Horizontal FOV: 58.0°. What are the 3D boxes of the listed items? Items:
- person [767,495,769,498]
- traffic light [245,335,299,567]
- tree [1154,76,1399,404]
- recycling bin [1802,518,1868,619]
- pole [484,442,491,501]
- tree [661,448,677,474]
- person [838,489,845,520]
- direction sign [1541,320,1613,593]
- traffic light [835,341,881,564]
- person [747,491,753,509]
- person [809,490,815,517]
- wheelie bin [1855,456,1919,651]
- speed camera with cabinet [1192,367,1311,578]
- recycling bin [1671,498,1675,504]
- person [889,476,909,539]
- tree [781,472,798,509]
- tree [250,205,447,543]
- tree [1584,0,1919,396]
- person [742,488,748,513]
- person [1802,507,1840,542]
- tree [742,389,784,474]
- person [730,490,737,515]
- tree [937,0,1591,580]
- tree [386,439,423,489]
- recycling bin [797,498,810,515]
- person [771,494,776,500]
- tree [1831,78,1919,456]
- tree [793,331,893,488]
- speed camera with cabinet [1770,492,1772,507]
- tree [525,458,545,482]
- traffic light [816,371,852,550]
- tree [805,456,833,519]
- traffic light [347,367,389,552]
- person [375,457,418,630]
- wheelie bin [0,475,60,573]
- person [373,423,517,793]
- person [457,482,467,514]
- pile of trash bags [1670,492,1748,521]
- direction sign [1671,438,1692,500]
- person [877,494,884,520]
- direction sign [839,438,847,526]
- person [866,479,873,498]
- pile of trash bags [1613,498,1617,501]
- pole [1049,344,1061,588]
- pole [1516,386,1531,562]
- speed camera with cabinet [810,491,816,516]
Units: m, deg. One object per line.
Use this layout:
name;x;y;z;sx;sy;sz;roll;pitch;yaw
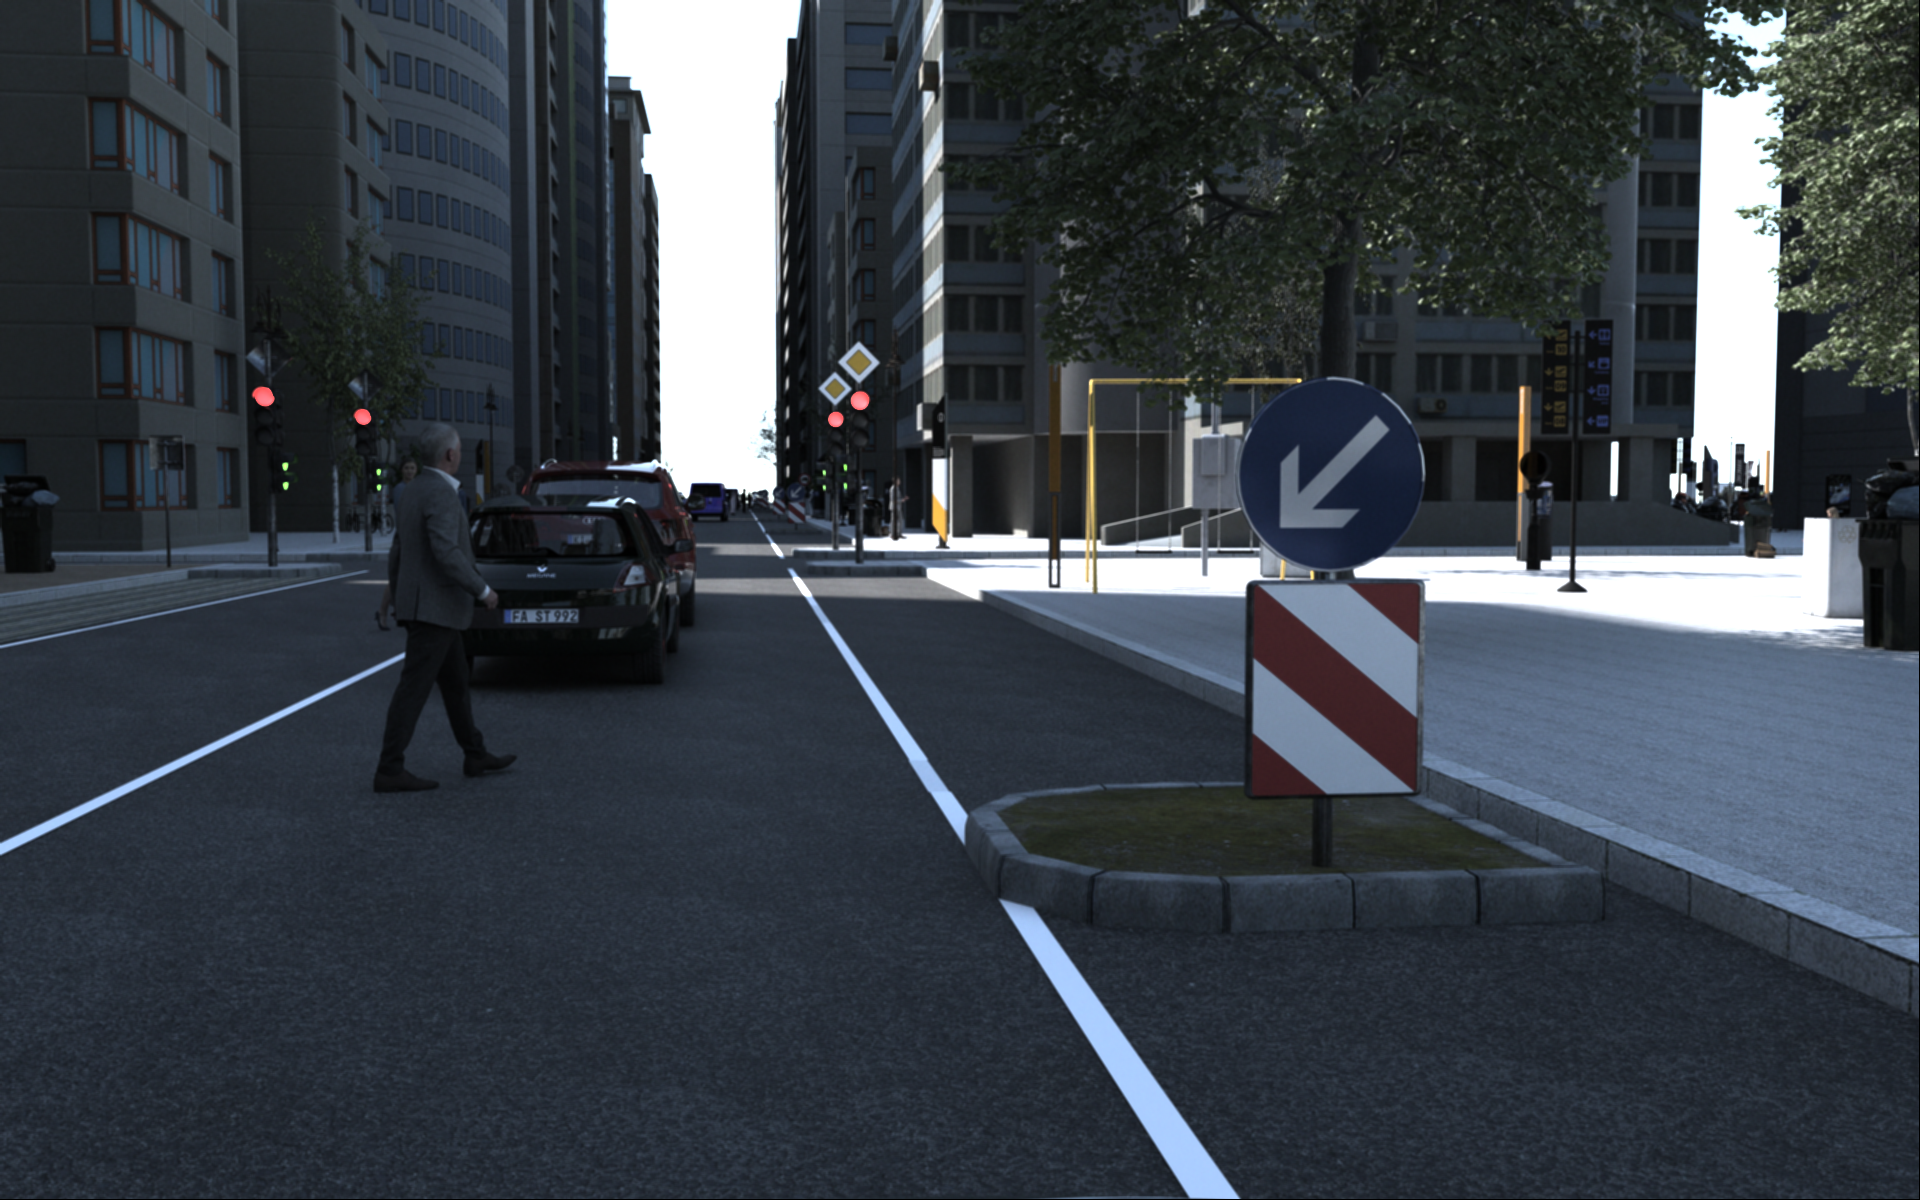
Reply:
person;-29.743;-15.772;267.138;0.599;1.433;0.991;2;4;26
traffic light;-12.152;-2.547;30.559;0.839;4.253;0.868;0;4;-7
tree;5.562;-4.864;29.892;4.360;8.622;3.978;0;3;0
recycling bin;9.306;-0.339;18.104;0.722;1.027;0.722;0;4;7
pole;-18.352;-4.490;67.262;0.158;3.312;0.155;0;3;0
tree;-46.298;-19.625;271.223;4.360;8.622;3.978;0;3;0
person;-5.923;-4.962;87.358;0.721;1.800;0.419;-2;4;-31
direction sign;8.033;-1.873;22.624;0.876;3.537;0.379;0;4;7
traffic light;-1.875;-2.627;31.879;0.839;4.253;0.868;0;4;-7
person;-19.808;-9.439;163.373;0.434;1.755;0.990;2;4;26
person;-8.206;-5.535;96.721;0.419;1.800;0.721;0;4;1
wheelie bin;7.857;-0.391;14.300;0.693;1.594;0.980;0;4;-3
speed camera with cabinet;4.659;-1.986;26.811;2.038;3.252;0.660;1;4;19
recycling bin;43.176;-5.595;104.026;0.722;1.027;0.722;3;5;39
person;-1.753;-2.661;49.754;0.583;1.804;0.606;0;4;7
tree;-14.949;-9.561;150.921;1.663;3.219;1.824;0;3;0
tree;-16.126;-5.803;45.241;4.737;8.622;4.395;0;3;0
tree;13.497;-6.333;21.666;7.486;12.596;7.792;0;3;0
person;-16.106;-7.431;129.624;0.705;1.869;1.348;-1;4;-18
person;18.772;-1.424;37.281;0.738;1.151;1.012;0;4;-5
tree;-19.705;-17.537;197.106;12.009;13.543;11.850;0;3;0
person;-15.532;-6.711;118.886;0.551;1.740;0.621;0;4;5
tree;3.794;-5.940;15.247;7.486;12.596;7.792;0;3;0
tree;-19.036;-4.031;60.507;1.663;3.219;1.824;0;3;0
recycling bin;-9.581;-5.727;106.193;0.722;1.027;0.722;-1;4;-9
person;-23.569;-13.074;220.627;1.217;1.723;0.721;2;4;25
tree;16.207;-4.795;28.761;4.360;8.622;3.978;0;3;0
tree;-5.091;-7.770;77.399;4.360;8.622;3.978;0;3;0
speed camera with cabinet;55.495;-7.527;117.407;2.038;3.252;0.660;1;4;19
tree;-22.506;-6.072;93.884;1.663;3.219;1.824;0;3;0
traffic light;-2.883;-3.112;39.800;0.839;4.253;0.868;0;4;-7
tree;-6.896;-5.769;88.917;1.663;3.219;1.824;0;3;0
traffic light;-13.160;-3.031;38.481;0.839;4.253;0.868;0;4;-7
person;-5.831;-0.592;18.204;0.654;1.822;0.581;1;4;22
wheelie bin;-15.200;-1.245;28.259;0.980;1.594;0.693;0;4;-6
person;-2.520;0.021;8.559;0.834;1.777;0.661;-3;5;-44
person;-14.964;-2.639;51.830;0.419;1.800;0.721;-1;4;-12
pile of trash bags;36.412;-4.532;83.845;3.447;1.369;1.912;2;4;27
direction sign;28.154;-4.636;67.795;0.876;3.537;0.379;0;4;4
person;-3.917;-4.669;86.667;0.394;1.301;0.425;3;5;41
direction sign;-4.703;-4.733;69.376;0.379;3.537;0.876;0;4;3
person;-3.435;-3.658;65.729;0.818;1.842;0.514;0;4;4
pile of trash bags;38.913;-5.698;102.913;3.447;1.369;1.912;-3;5;-40
pole;1.294;-1.820;23.606;0.158;3.312;0.155;0;3;0
pole;10.690;-2.385;32.835;0.158;3.312;0.155;0;3;0
speed camera with cabinet;-8.088;-6.603;102.286;0.660;3.252;2.038;2;4;30
